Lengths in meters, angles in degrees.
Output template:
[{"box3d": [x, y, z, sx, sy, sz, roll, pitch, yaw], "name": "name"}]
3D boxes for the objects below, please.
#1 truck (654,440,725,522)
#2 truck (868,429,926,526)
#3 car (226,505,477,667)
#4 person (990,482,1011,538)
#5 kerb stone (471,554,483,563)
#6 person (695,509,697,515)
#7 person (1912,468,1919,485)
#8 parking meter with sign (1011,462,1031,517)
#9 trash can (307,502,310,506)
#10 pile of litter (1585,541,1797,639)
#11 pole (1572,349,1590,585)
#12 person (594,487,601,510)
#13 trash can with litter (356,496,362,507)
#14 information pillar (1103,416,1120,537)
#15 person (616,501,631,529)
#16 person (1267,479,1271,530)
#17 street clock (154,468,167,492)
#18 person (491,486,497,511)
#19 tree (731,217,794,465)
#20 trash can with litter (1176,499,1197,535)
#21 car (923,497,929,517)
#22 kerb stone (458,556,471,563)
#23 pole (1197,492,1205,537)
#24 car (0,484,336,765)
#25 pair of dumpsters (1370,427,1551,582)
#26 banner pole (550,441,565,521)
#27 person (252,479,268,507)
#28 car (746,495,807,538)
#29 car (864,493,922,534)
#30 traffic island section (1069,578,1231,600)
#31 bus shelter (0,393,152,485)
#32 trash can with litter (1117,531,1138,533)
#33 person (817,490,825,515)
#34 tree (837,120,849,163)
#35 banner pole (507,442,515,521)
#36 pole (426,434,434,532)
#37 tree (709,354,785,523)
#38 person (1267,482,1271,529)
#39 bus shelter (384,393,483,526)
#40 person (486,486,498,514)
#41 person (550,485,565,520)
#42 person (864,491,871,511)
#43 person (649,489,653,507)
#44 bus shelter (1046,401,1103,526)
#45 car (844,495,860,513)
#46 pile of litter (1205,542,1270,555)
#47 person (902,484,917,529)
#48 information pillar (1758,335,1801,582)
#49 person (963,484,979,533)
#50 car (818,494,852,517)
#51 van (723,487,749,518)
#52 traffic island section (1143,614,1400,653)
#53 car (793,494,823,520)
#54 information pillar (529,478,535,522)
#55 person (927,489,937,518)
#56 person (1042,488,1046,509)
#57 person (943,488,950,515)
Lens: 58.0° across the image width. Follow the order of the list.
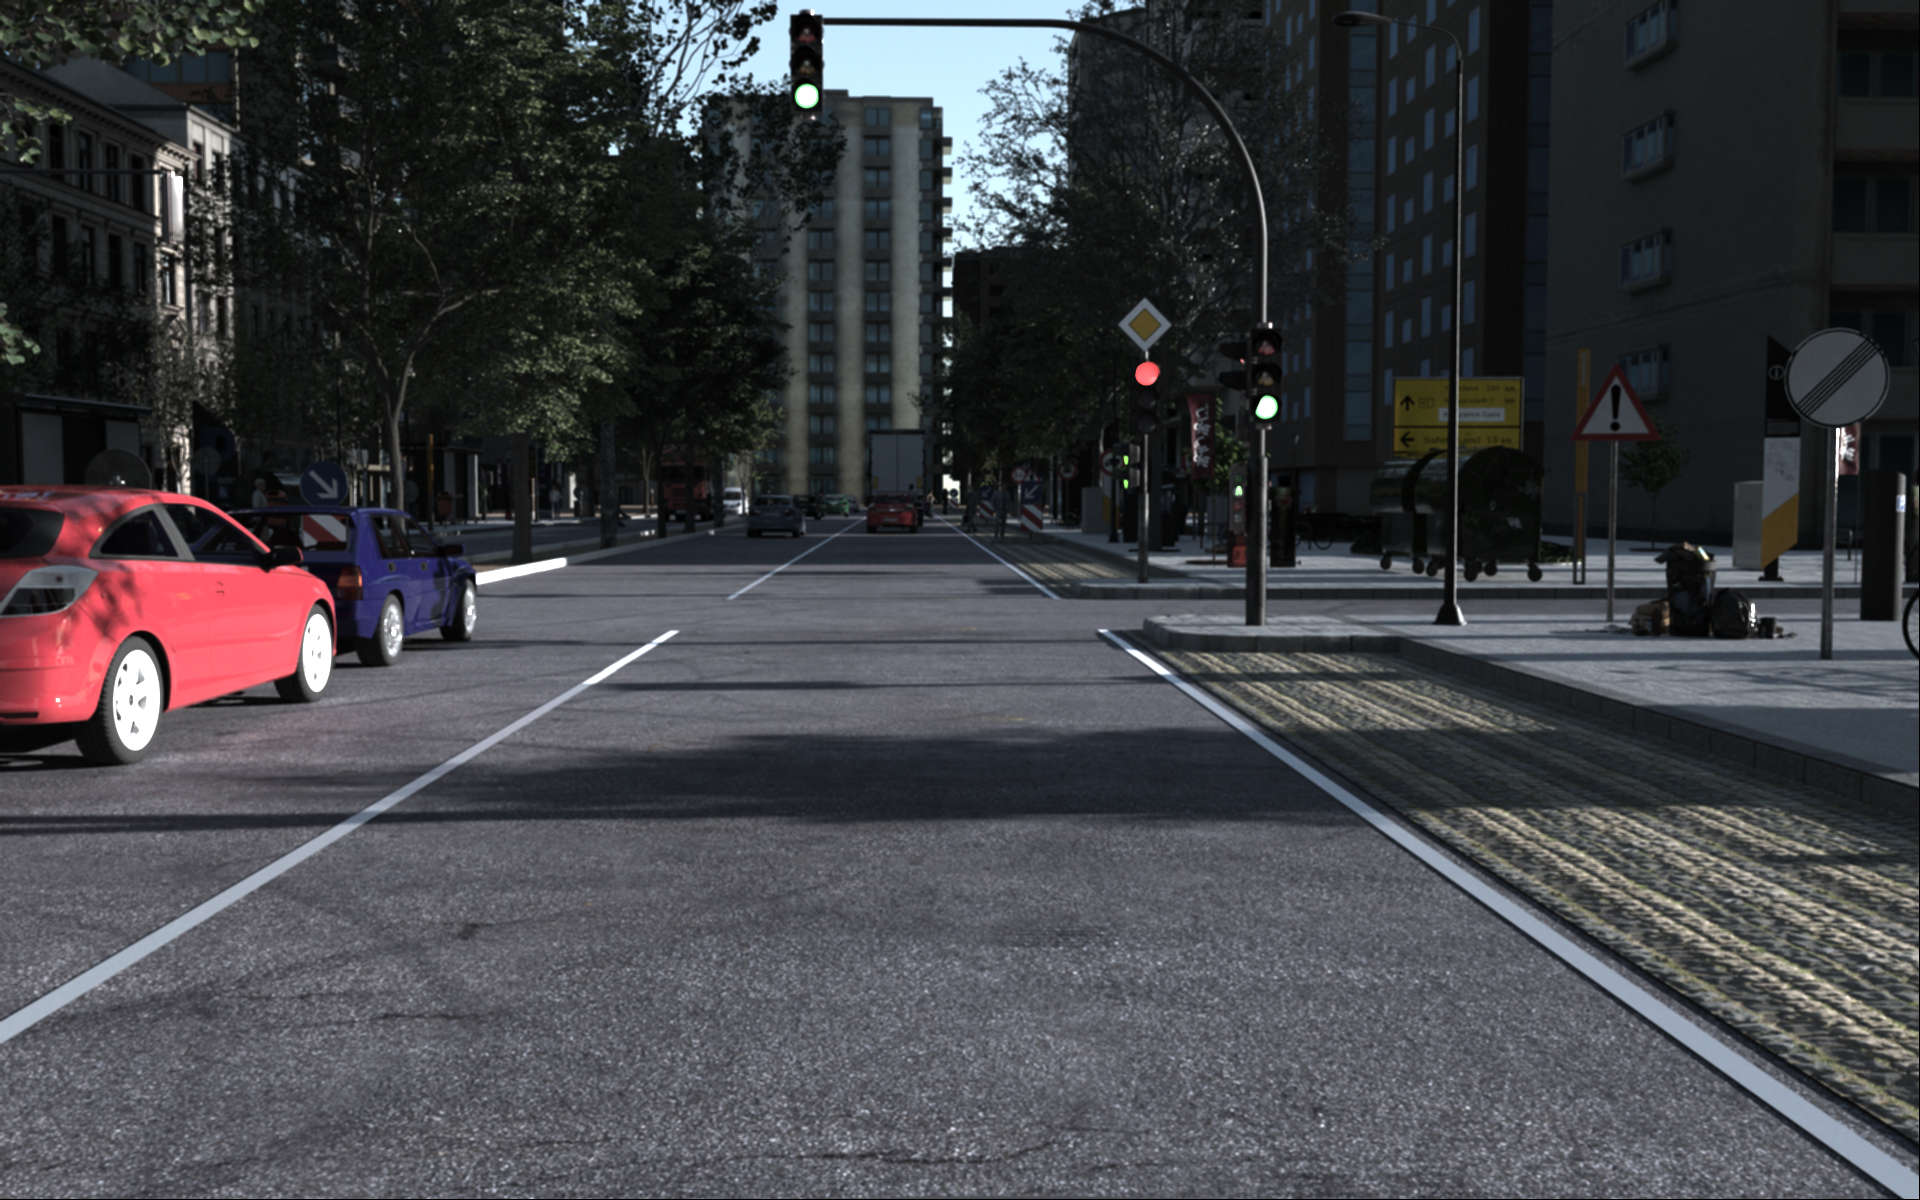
[{"box3d": [-14.260, -6.320, 92.252, 2.839, 4.237, 11.283, 0, 4, -2], "name": "truck"}, {"box3d": [-2.916, -5.579, 80.123, 2.839, 4.237, 11.283, 0, 4, -2], "name": "truck"}, {"box3d": [-5.603, -0.191, 15.704, 1.945, 1.354, 3.894, 0, 4, -1], "name": "car"}, {"box3d": [1.261, -2.715, 52.982, 0.635, 1.810, 0.391, -2, 4, -28], "name": "person"}, {"box3d": [-10.111, -0.835, 35.846, 0.120, 0.150, 1.000, 0, 4, -2], "name": "kerb stone"}, {"box3d": [-10.348, -3.279, 67.133, 0.505, 1.210, 0.382, 3, 5, 41], "name": "person"}, {"box3d": [20.147, -1.849, 36.288, 0.388, 1.821, 0.555, 2, 4, 24], "name": "person"}, {"box3d": [3.320, -6.098, 95.963, 0.543, 3.016, 1.738, -1, 4, -22], "name": "parking meter with sign"}, {"box3d": [-19.232, -2.462, 51.907, 0.748, 1.137, 0.748, 0, 3, 0], "name": "trash can"}, {"box3d": [6.683, -0.116, 15.865, 1.176, 0.858, 1.719, -3, 5, -44], "name": "pile of litter"}, {"box3d": [8.768, -1.872, 24.444, 0.158, 3.312, 0.155, 0, 3, 0], "name": "pole"}, {"box3d": [-28.943, -8.043, 137.501, 1.348, 1.831, 0.705, -1, 4, -17], "name": "person"}, {"box3d": [-20.740, -2.952, 59.326, 1.678, 1.210, 2.233, 0, 4, -3], "name": "trash can with litter"}, {"box3d": [4.546, -3.708, 51.977, 0.504, 3.616, 0.183, 0, 4, 6], "name": "information pillar"}, {"box3d": [-14.202, -3.529, 71.700, 1.012, 1.151, 0.738, 2, 4, 30], "name": "person"}, {"box3d": [10.857, -3.342, 60.861, 0.466, 1.800, 0.511, 0, 4, 3], "name": "person"}, {"box3d": [-22.203, -2.660, 48.061, 0.358, 2.002, 0.471, -2, 4, -26], "name": "street clock"}, {"box3d": [-34.904, -7.593, 129.825, 0.705, 1.869, 1.348, -2, 4, -31], "name": "person"}, {"box3d": [-9.991, -8.730, 63.319, 7.486, 12.596, 7.792, 0, 3, 0], "name": "tree"}, {"box3d": [7.051, -2.617, 54.176, 0.624, 1.170, 1.055, -3, 5, -42], "name": "trash can with litter"}, {"box3d": [-2.760, -5.989, 110.503, 1.945, 1.354, 3.894, 0, 4, -4], "name": "car"}, {"box3d": [-10.078, -0.772, 34.824, 0.120, 0.150, 1.000, 0, 4, -2], "name": "kerb stone"}, {"box3d": [7.278, -3.569, 52.189, 0.158, 3.312, 0.155, 0, 3, 0], "name": "pole"}, {"box3d": [-5.285, -0.097, 10.620, 2.155, 1.783, 4.494, 0, 4, -1], "name": "car"}, {"box3d": [7.822, -1.518, 27.321, 1.574, 2.255, 4.437, 0, 4, -2], "name": "pair of dumpsters"}, {"box3d": [-19.080, -5.620, 81.906, 0.863, 3.779, 0.401, 1, 4, 11], "name": "banner pole"}, {"box3d": [-15.215, -1.746, 37.540, 0.515, 1.767, 0.782, -1, 4, -17], "name": "person"}, {"box3d": [-6.185, -2.837, 58.385, 2.014, 1.417, 4.499, 0, 4, -2], "name": "car"}, {"box3d": [-2.492, -3.373, 64.188, 2.155, 1.783, 4.494, 0, 4, 0], "name": "car"}, {"box3d": [2.655, -0.163, 24.951, 2.009, 0.180, 2.903, 0, 4, -2], "name": "traffic island section"}, {"box3d": [-20.325, -3.641, 37.160, 2.179, 5.291, 8.768, 0, 4, -2], "name": "bus shelter"}, {"box3d": [5.707, -2.800, 56.842, 2.233, 1.210, 1.678, 0, 4, 0], "name": "trash can with litter"}, {"box3d": [-9.582, -6.822, 120.749, 0.721, 1.736, 1.217, 3, 5, 40], "name": "person"}, {"box3d": [-11.408, -13.139, 73.177, 12.611, 20.169, 13.585, 0, 3, 0], "name": "tree"}, {"box3d": [-21.668, -5.708, 83.336, 0.401, 3.779, 0.863, -2, 4, -30], "name": "banner pole"}, {"box3d": [-18.122, -4.001, 59.260, 0.158, 3.312, 0.155, 0, 3, 0], "name": "pole"}, {"box3d": [-10.454, -7.997, 83.565, 4.737, 8.622, 4.395, 0, 3, 0], "name": "tree"}, {"box3d": [9.914, -3.055, 56.543, 0.519, 1.759, 0.362, -3, 5, -43], "name": "person"}, {"box3d": [-21.728, -5.721, 71.164, 2.179, 5.291, 8.768, 0, 4, -2], "name": "bus shelter"}, {"box3d": [-30.516, -6.477, 111.972, 1.348, 1.821, 0.705, -2, 4, -34], "name": "person"}, {"box3d": [-19.936, -4.836, 85.786, 0.731, 1.740, 0.598, -1, 4, -20], "name": "person"}, {"box3d": [-7.887, -8.526, 148.625, 0.721, 1.736, 1.217, 2, 4, 31], "name": "person"}, {"box3d": [-30.378, -9.991, 170.120, 0.721, 1.736, 1.217, -2, 4, -27], "name": "person"}, {"box3d": [4.706, -5.773, 72.024, 2.179, 5.291, 8.768, 0, 4, -2], "name": "bus shelter"}, {"box3d": [-8.847, -7.502, 135.013, 2.083, 1.381, 4.827, 0, 4, 0], "name": "car"}, {"box3d": [5.949, -1.422, 37.209, 1.176, 0.858, 1.719, -1, 4, -15], "name": "pile of litter"}, {"box3d": [-2.050, -3.799, 70.464, 0.661, 1.843, 0.795, 1, 4, 22], "name": "person"}, {"box3d": [12.030, -2.082, 25.390, 0.504, 3.616, 0.183, 2, 4, 26], "name": "information pillar"}, {"box3d": [0.388, -3.380, 63.860, 0.767, 1.812, 0.694, -3, 4, -37], "name": "person"}, {"box3d": [-7.808, -5.864, 107.671, 2.131, 1.459, 4.920, 0, 4, -3], "name": "car"}, {"box3d": [-13.845, -6.004, 105.181, 2.013, 2.044, 4.112, 0, 4, -1], "name": "van"}, {"box3d": [2.908, 0.325, 16.969, 2.009, 0.180, 2.903, 0, 4, -2], "name": "traffic island section"}, {"box3d": [-8.678, -5.326, 96.862, 2.009, 1.686, 4.222, 0, 4, -1], "name": "car"}, {"box3d": [-19.997, -4.657, 80.637, 0.304, 2.012, 0.304, 0, 4, -3], "name": "information pillar"}, {"box3d": [-1.686, -5.767, 103.511, 0.721, 1.735, 1.217, 2, 4, 25], "name": "person"}, {"box3d": [7.404, -8.941, 152.164, 0.705, 1.831, 1.348, 0, 4, -4], "name": "person"}, {"box3d": [-0.986, -6.795, 119.554, 0.705, 1.831, 1.348, -1, 4, -17], "name": "person"}]
